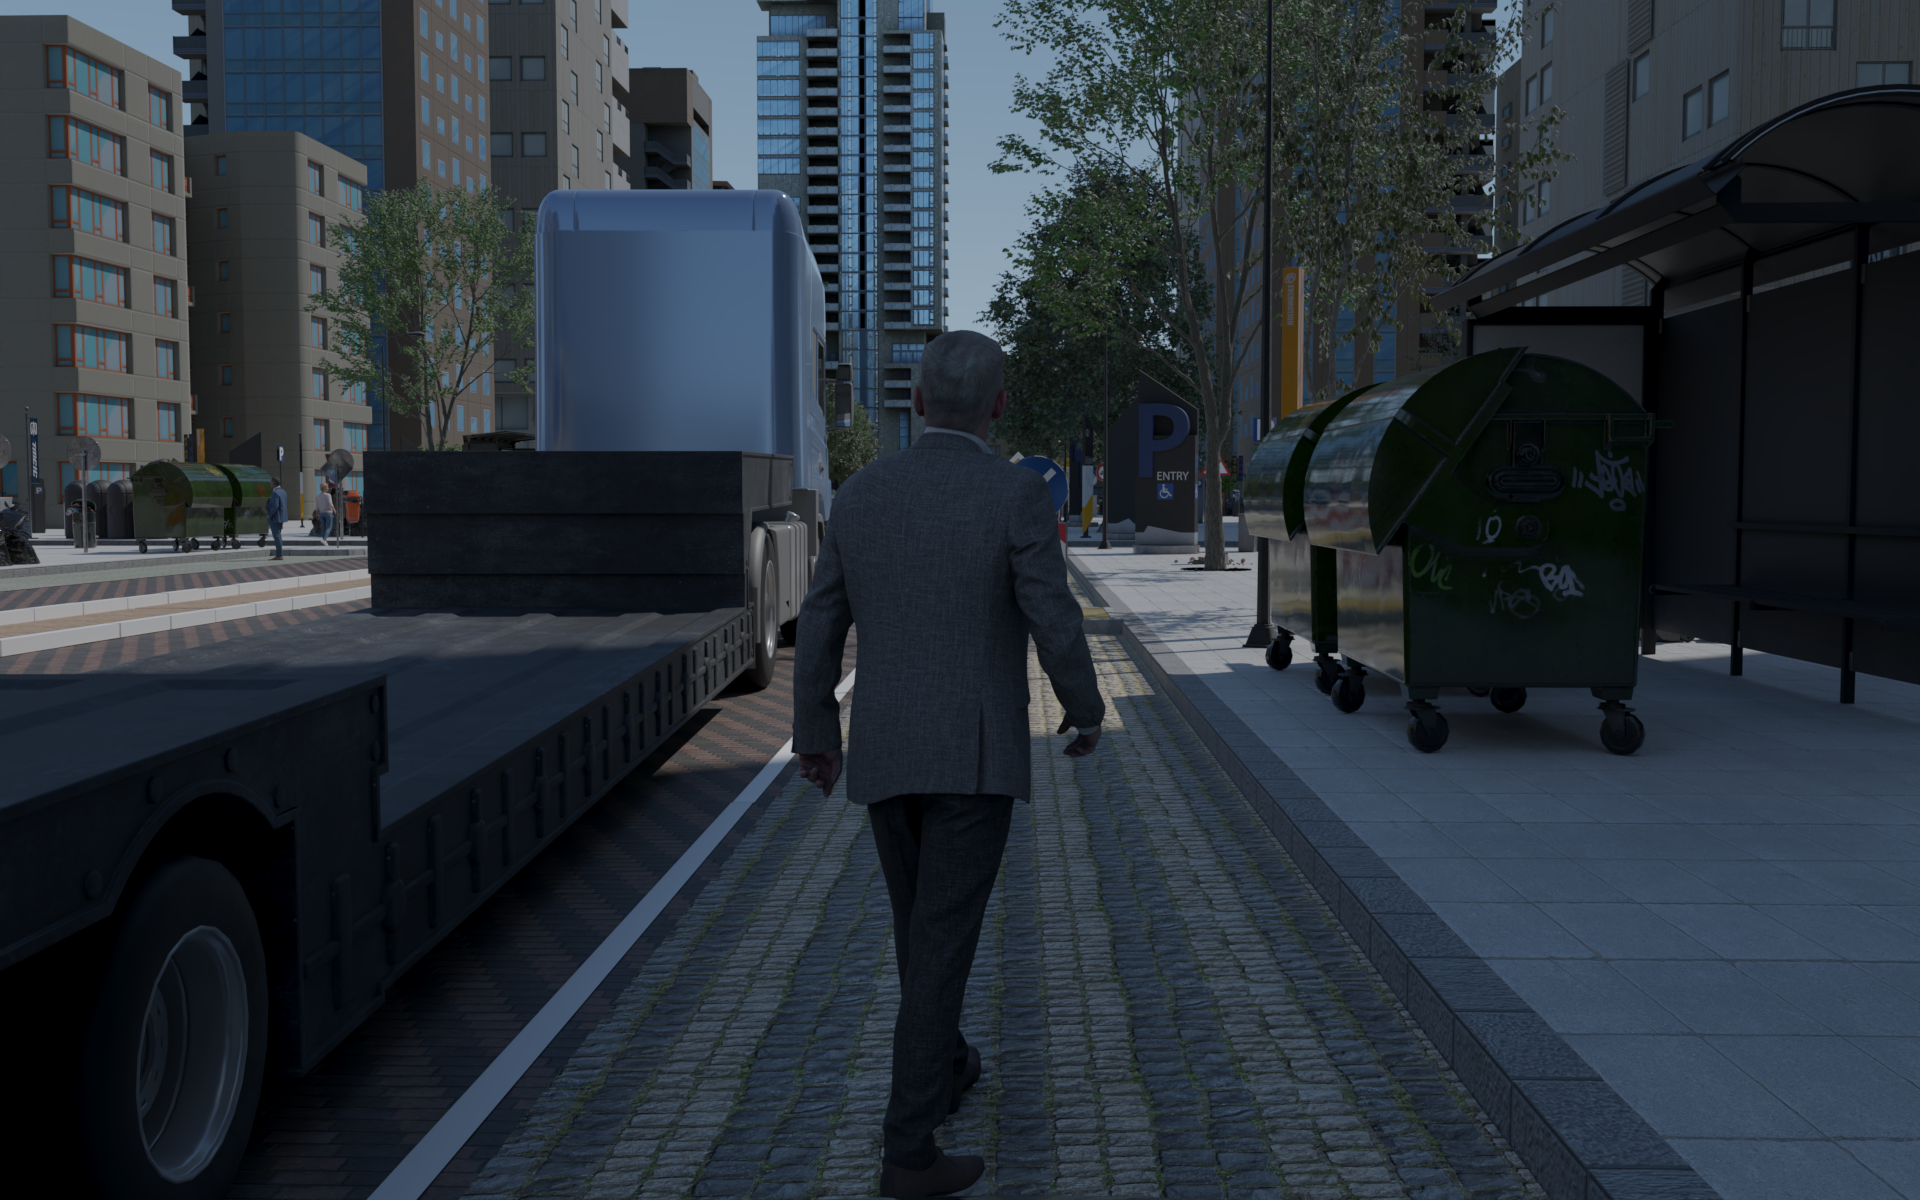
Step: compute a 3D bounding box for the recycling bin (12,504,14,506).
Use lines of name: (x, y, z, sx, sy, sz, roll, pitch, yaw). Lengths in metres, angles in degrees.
recycling bin: (-23.389, -1.800, 41.991, 0.722, 1.027, 0.722, -1, 4, -17)

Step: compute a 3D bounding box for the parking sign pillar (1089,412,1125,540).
parking sign pillar: (4.711, -3.672, 48.502, 1.447, 3.967, 1.447, -2, 4, -34)

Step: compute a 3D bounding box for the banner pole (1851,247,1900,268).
banner pole: (7.044, -1.427, 13.354, 0.863, 3.779, 0.401, -2, 4, -34)

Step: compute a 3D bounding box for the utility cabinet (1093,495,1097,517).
utility cabinet: (7.328, -5.310, 97.983, 0.306, 1.237, 1.020, 3, 5, 41)

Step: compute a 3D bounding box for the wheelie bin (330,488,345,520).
wheelie bin: (-30.359, -4.690, 84.593, 0.693, 1.594, 0.980, 3, 4, 38)

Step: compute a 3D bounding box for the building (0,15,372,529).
building: (-45.501, -14.227, 77.657, 27.650, 21.520, 28.899, 0, 4, 2)

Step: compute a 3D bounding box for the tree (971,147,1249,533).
tree: (4.936, -8.591, 57.475, 9.611, 12.733, 9.660, 0, 3, 0)

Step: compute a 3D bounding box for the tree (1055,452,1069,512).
tree: (5.656, -8.725, 93.016, 4.737, 8.622, 4.395, 0, 3, 0)

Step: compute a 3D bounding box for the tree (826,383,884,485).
tree: (-13.384, -15.369, 168.287, 9.611, 12.733, 9.660, 0, 3, 0)

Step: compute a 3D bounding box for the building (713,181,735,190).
building: (-44.580, -35.451, 234.255, 28.867, 44.769, 22.147, 0, 4, 2)

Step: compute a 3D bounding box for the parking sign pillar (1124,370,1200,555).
parking sign pillar: (4.459, -2.987, 37.311, 1.447, 3.967, 1.447, 1, 4, 17)

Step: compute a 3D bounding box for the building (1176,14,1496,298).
building: (35.960, -35.546, 170.421, 28.713, 52.752, 27.495, 0, 4, 2)

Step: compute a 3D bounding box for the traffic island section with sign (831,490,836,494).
traffic island section with sign: (-11.064, -8.704, 150.939, 1.989, 1.847, 2.006, 0, 4, 2)

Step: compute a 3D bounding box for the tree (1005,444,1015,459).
tree: (9.475, -17.995, 200.868, 9.857, 13.997, 8.962, 0, 3, 0)

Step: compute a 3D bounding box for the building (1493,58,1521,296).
building: (66.700, -33.578, 172.698, 21.600, 48.544, 21.300, 0, 4, 2)

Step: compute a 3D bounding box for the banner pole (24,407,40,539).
banner pole: (-26.701, -3.660, 49.859, 0.401, 3.779, 0.863, 0, 4, -3)

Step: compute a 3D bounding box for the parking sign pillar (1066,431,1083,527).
parking sign pillar: (4.727, -4.867, 68.044, 1.447, 3.967, 1.447, 2, 4, 26)

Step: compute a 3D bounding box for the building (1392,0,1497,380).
building: (26.509, -28.456, 115.368, 14.600, 45.320, 14.200, 0, 4, 2)

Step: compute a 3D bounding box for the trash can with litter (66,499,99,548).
trash can with litter: (-20.868, -1.824, 41.210, 0.624, 1.170, 1.055, -1, 4, -21)

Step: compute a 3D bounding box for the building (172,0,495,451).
building: (-37.757, -27.895, 106.197, 14.600, 45.320, 14.200, 0, 4, 2)

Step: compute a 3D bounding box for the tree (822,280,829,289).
tree: (-16.076, -16.506, 125.768, 12.611, 20.169, 13.585, 0, 3, 0)

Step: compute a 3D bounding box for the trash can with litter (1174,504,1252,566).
trash can with litter: (4.835, -1.292, 32.181, 1.678, 1.210, 2.233, 1, 4, 17)

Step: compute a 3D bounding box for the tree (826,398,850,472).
tree: (-13.562, -13.525, 155.545, 8.767, 10.594, 7.601, 1, 4, 11)

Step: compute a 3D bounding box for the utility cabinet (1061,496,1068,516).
utility cabinet: (6.390, -5.616, 102.991, 1.020, 1.237, 0.306, 1, 4, 16)

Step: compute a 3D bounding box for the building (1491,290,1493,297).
building: (65.015, -27.822, 226.585, 14.107, 30.474, 14.160, 0, 4, 2)

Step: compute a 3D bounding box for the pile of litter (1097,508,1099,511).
pile of litter: (9.966, -6.599, 121.861, 1.719, 0.858, 1.176, -1, 4, -11)

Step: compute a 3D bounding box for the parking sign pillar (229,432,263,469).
parking sign pillar: (-30.739, -5.268, 74.597, 1.447, 3.967, 1.447, -1, 4, -19)

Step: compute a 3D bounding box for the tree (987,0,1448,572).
tree: (4.290, -6.304, 28.829, 9.928, 11.665, 9.643, 0, 3, 0)

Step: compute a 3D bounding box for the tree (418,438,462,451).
tree: (-28.934, -6.910, 96.693, 4.285, 4.588, 4.351, 0, 3, 0)

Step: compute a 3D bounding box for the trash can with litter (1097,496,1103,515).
trash can with litter: (8.591, -5.767, 105.671, 0.624, 1.170, 1.055, -1, 4, -16)

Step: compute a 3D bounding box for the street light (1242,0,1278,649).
street light: (2.006, -2.559, 14.386, 1.470, 5.913, 1.316, 0, 4, 2)

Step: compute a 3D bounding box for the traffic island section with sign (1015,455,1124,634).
traffic island section with sign: (0.704, -0.607, 18.555, 1.989, 1.847, 2.006, 0, 4, 2)

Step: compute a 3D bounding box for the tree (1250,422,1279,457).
tree: (13.617, -5.389, 71.822, 4.285, 4.588, 4.351, 0, 3, 0)

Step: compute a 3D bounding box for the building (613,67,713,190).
building: (-33.835, -32.394, 179.749, 14.200, 45.320, 14.600, 0, 4, 2)

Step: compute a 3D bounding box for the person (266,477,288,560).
person: (-14.676, -1.746, 37.234, 0.419, 1.800, 0.721, -1, 4, -9)

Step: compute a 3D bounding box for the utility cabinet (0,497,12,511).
utility cabinet: (-19.255, -1.430, 34.541, 1.020, 1.237, 0.306, 3, 5, 40)

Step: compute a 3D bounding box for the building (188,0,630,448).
building: (-41.969, -33.570, 138.107, 28.713, 52.752, 27.495, 0, 4, 2)

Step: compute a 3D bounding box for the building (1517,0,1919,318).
building: (40.894, -29.626, 73.623, 27.495, 52.752, 28.713, 0, 4, 2)

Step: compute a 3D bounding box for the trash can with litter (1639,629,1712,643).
trash can with litter: (6.369, -0.231, 15.162, 1.055, 1.170, 0.624, 0, 4, -1)

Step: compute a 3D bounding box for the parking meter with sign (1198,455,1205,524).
parking meter with sign: (10.437, -4.842, 75.424, 0.543, 3.016, 1.738, 1, 4, 14)

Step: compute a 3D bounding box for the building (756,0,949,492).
building: (-14.538, -56.176, 231.142, 31.000, 86.520, 22.319, 0, 4, 2)

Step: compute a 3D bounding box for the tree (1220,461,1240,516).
tree: (15.234, -6.476, 100.480, 1.663, 3.219, 1.824, 0, 3, 0)

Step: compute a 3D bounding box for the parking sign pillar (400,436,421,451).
parking sign pillar: (-25.553, -5.681, 81.357, 1.447, 3.967, 1.447, -3, 5, -43)

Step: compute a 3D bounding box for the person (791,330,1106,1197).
person: (-0.004, 0.313, 3.775, 0.661, 1.777, 0.834, 1, 4, 20)

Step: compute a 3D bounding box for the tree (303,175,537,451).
tree: (-16.792, -7.937, 55.532, 9.928, 11.665, 9.643, 0, 3, 0)

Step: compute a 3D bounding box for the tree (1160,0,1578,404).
tree: (4.198, -4.173, 18.587, 4.360, 8.622, 3.978, 0, 3, 0)

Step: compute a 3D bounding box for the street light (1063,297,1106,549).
street light: (2.833, -4.137, 40.188, 1.470, 5.913, 1.316, 0, 4, 2)

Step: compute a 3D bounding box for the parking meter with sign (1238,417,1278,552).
parking meter with sign: (6.639, -2.599, 38.761, 0.543, 3.016, 1.738, 1, 4, 23)

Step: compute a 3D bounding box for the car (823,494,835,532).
car: (-4.270, -3.232, 64.648, 2.131, 1.459, 4.920, 0, 4, 0)

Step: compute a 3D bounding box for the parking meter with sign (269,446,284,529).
parking meter with sign: (-25.598, -4.090, 63.128, 1.738, 3.016, 0.543, 0, 4, -5)

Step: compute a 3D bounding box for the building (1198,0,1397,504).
building: (28.349, -30.563, 149.819, 14.600, 45.320, 14.200, 0, 4, 2)

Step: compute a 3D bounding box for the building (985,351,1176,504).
building: (16.033, -23.836, 234.751, 28.899, 21.520, 27.650, 0, 4, 2)

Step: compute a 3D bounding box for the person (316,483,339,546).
person: (-17.159, -2.306, 46.871, 0.731, 1.740, 0.598, 0, 4, 4)

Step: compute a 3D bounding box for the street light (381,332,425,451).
street light: (-16.010, -4.722, 49.753, 1.470, 5.913, 1.316, 0, 4, 2)
